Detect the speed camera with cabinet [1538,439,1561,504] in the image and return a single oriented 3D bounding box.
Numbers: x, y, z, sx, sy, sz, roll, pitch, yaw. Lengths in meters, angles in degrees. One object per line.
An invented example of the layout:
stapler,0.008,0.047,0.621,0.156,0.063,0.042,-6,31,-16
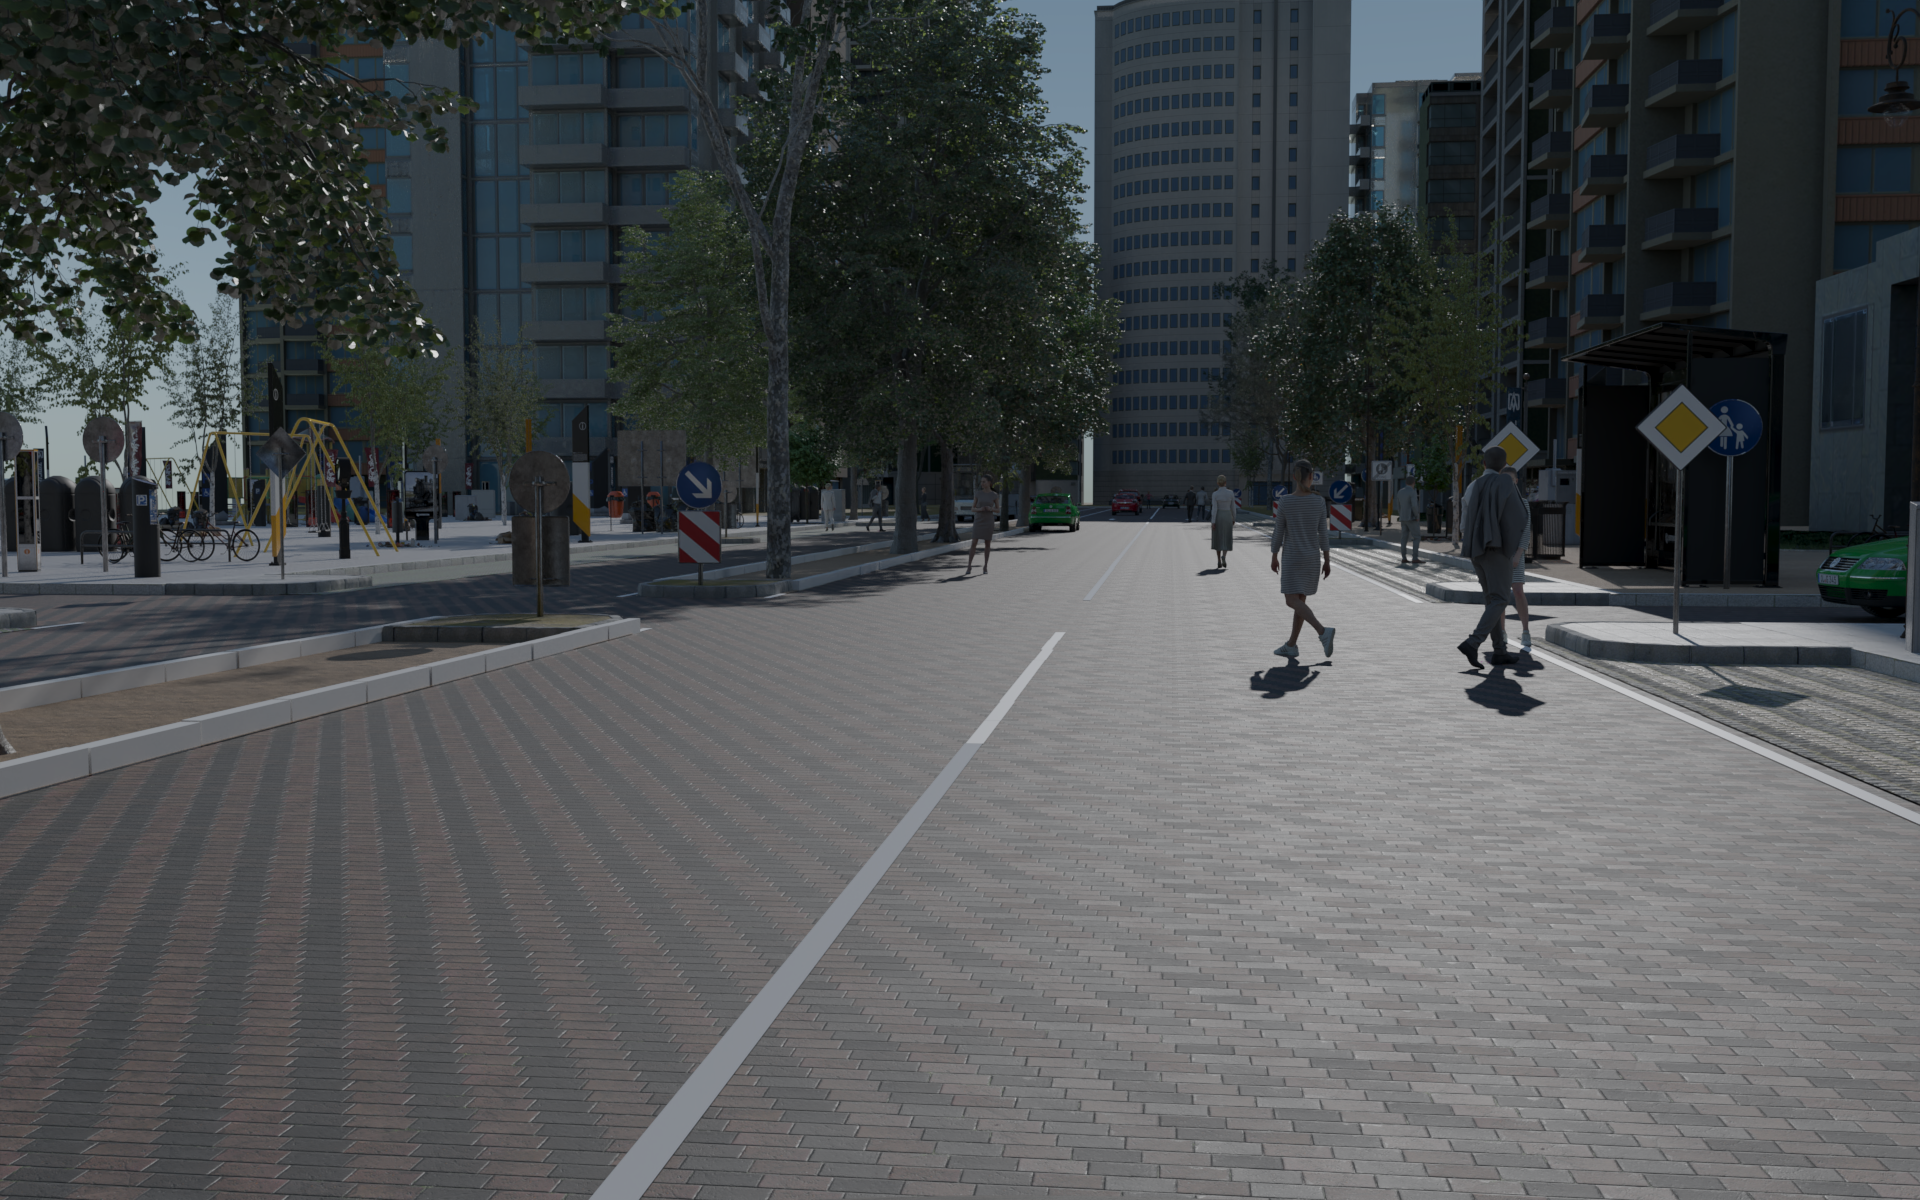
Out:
speed camera with cabinet,22.096,-4.205,63.093,2.038,3.252,0.660,-1,4,-19

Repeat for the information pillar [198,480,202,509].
information pillar,-39.538,-5.257,90.440,0.304,2.012,0.304,0,4,6

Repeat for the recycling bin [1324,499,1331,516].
recycling bin,20.275,-5.138,96.556,0.722,1.027,0.722,0,4,1

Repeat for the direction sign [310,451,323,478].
direction sign,-34.183,-6.115,91.977,0.379,3.537,0.876,2,4,35

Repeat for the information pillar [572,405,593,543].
information pillar,-9.968,-3.319,45.627,0.504,3.616,0.183,1,4,19

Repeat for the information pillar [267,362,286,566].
information pillar,-12.264,-2.431,31.097,0.183,3.616,0.504,0,4,0

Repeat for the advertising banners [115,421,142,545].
advertising banners,-20.343,-2.788,41.776,2.074,3.025,0.090,2,4,30

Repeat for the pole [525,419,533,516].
pole,-11.722,-3.260,47.136,0.158,3.312,0.155,0,3,0

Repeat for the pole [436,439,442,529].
pole,-19.216,-4.282,63.856,0.158,3.312,0.155,0,3,0

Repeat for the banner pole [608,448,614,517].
banner pole,-19.215,-6.441,95.331,0.401,3.779,0.863,1,4,13

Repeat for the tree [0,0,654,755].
tree,-5.546,-6.110,9.010,9.857,13.997,8.962,0,3,0

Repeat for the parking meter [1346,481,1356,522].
parking meter,17.939,-4.515,79.531,0.255,1.863,0.399,-3,5,-40

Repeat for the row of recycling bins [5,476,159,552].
row of recycling bins,-19.690,-1.934,38.730,3.534,1.692,1.069,0,4,3

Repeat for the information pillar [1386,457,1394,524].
information pillar,18.241,-5.015,73.346,0.183,3.616,0.504,2,4,28

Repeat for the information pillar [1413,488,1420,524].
information pillar,19.140,-4.180,72.829,0.304,2.012,0.304,-1,4,-9

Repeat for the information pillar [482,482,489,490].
information pillar,-28.020,-5.985,102.345,0.304,2.012,0.304,3,5,39

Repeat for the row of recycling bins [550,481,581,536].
row of recycling bins,-12.463,-2.927,54.975,1.069,1.692,3.534,0,4,-7

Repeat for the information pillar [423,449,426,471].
information pillar,-28.198,-6.108,91.221,0.183,3.616,0.504,-1,4,-9

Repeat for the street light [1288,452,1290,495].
street light,18.582,-7.644,97.765,0.468,5.910,1.993,0,4,7

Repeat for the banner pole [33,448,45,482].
banner pole,-44.056,-5.703,83.254,0.863,3.779,0.401,-1,4,-22

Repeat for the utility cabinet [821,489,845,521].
utility cabinet,-5.895,-4.391,80.473,1.173,1.500,0.318,2,4,31

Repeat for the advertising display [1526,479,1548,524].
advertising display,24.576,-4.199,73.859,0.974,1.923,0.123,3,4,37

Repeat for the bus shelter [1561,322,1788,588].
bus shelter,10.821,-2.168,26.731,1.731,3.624,6.357,0,4,7

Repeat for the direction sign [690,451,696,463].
direction sign,-13.677,-5.920,88.795,0.379,3.537,0.876,1,4,12

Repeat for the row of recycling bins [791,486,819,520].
row of recycling bins,-8.185,-4.852,86.444,1.069,1.692,3.534,2,4,26

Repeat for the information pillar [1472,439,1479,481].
information pillar,21.817,-5.016,73.361,0.183,3.616,0.504,-1,4,-10

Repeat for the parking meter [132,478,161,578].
parking meter,-12.543,-1.119,26.701,0.372,1.533,0.369,0,3,0

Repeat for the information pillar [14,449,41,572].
information pillar,-15.362,-1.471,28.537,0.304,2.012,0.304,-1,4,-17

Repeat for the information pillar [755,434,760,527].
information pillar,-7.926,-4.671,67.727,0.183,3.616,0.504,0,4,-5

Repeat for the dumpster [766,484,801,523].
dumpster,-7.958,-4.426,78.121,1.264,1.857,1.865,0,4,7

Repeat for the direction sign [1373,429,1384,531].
direction sign,14.746,-4.217,60.953,0.379,3.537,0.876,0,4,-2

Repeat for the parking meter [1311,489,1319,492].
parking meter,17.529,-4.715,85.502,0.372,1.533,0.369,0,3,0

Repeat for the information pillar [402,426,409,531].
information pillar,-19.093,-4.174,59.600,0.183,3.616,0.504,-2,4,-24

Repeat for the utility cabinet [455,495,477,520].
utility cabinet,-24.464,-4.564,85.789,1.020,1.237,0.306,0,4,-3

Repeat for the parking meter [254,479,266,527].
parking meter,-27.722,-3.845,68.574,0.399,1.863,0.255,1,4,17

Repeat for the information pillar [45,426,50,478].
information pillar,-31.155,-4.147,59.160,0.183,3.616,0.504,-2,4,-30

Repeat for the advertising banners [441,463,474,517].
advertising banners,-28.132,-6.147,96.698,2.074,3.025,0.090,-2,4,-34

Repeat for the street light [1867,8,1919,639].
street light,8.469,-2.596,15.235,0.468,5.910,1.993,0,4,7

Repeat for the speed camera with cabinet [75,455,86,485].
speed camera with cabinet,-45.404,-5.753,88.395,2.038,3.252,0.660,0,4,-4

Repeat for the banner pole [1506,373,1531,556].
banner pole,11.562,-2.807,35.912,0.863,3.779,0.401,-2,4,-34

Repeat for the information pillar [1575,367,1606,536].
information pillar,11.574,-2.471,31.759,0.504,3.616,0.183,1,4,11

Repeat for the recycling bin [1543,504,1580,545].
recycling bin,15.201,-1.901,43.638,0.722,1.027,0.722,-2,4,-27

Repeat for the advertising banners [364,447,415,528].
advertising banners,-21.315,-4.221,65.204,2.074,3.025,0.090,-2,4,-26

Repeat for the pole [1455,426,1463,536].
pole,14.867,-3.537,51.673,0.158,3.312,0.155,0,3,0

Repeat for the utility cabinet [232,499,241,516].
utility cabinet,-42.765,-5.733,102.413,0.318,1.500,1.173,-1,4,-12

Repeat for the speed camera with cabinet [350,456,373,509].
speed camera with cabinet,-31.067,-5.844,89.884,0.660,3.252,2.038,0,4,-1

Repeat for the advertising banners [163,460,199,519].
advertising banners,-40.612,-5.760,90.369,0.090,3.025,2.074,2,4,34

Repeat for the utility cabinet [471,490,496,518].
utility cabinet,-25.278,-5.089,91.891,1.173,1.500,0.318,0,4,1

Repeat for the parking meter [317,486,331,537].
parking meter,-18.941,-2.640,51.576,0.372,1.533,0.369,0,3,0

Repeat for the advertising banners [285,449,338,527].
advertising banners,-25.151,-4.338,67.122,2.074,3.025,0.090,-1,4,-13

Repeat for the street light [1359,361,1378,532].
street light,13.890,-5.274,59.016,0.468,5.910,1.993,0,4,7

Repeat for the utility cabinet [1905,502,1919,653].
utility cabinet,8.212,-0.168,13.913,1.020,1.237,0.306,1,4,19

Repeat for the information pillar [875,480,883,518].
information pillar,-4.382,-5.458,93.738,0.304,2.012,0.304,1,4,20
